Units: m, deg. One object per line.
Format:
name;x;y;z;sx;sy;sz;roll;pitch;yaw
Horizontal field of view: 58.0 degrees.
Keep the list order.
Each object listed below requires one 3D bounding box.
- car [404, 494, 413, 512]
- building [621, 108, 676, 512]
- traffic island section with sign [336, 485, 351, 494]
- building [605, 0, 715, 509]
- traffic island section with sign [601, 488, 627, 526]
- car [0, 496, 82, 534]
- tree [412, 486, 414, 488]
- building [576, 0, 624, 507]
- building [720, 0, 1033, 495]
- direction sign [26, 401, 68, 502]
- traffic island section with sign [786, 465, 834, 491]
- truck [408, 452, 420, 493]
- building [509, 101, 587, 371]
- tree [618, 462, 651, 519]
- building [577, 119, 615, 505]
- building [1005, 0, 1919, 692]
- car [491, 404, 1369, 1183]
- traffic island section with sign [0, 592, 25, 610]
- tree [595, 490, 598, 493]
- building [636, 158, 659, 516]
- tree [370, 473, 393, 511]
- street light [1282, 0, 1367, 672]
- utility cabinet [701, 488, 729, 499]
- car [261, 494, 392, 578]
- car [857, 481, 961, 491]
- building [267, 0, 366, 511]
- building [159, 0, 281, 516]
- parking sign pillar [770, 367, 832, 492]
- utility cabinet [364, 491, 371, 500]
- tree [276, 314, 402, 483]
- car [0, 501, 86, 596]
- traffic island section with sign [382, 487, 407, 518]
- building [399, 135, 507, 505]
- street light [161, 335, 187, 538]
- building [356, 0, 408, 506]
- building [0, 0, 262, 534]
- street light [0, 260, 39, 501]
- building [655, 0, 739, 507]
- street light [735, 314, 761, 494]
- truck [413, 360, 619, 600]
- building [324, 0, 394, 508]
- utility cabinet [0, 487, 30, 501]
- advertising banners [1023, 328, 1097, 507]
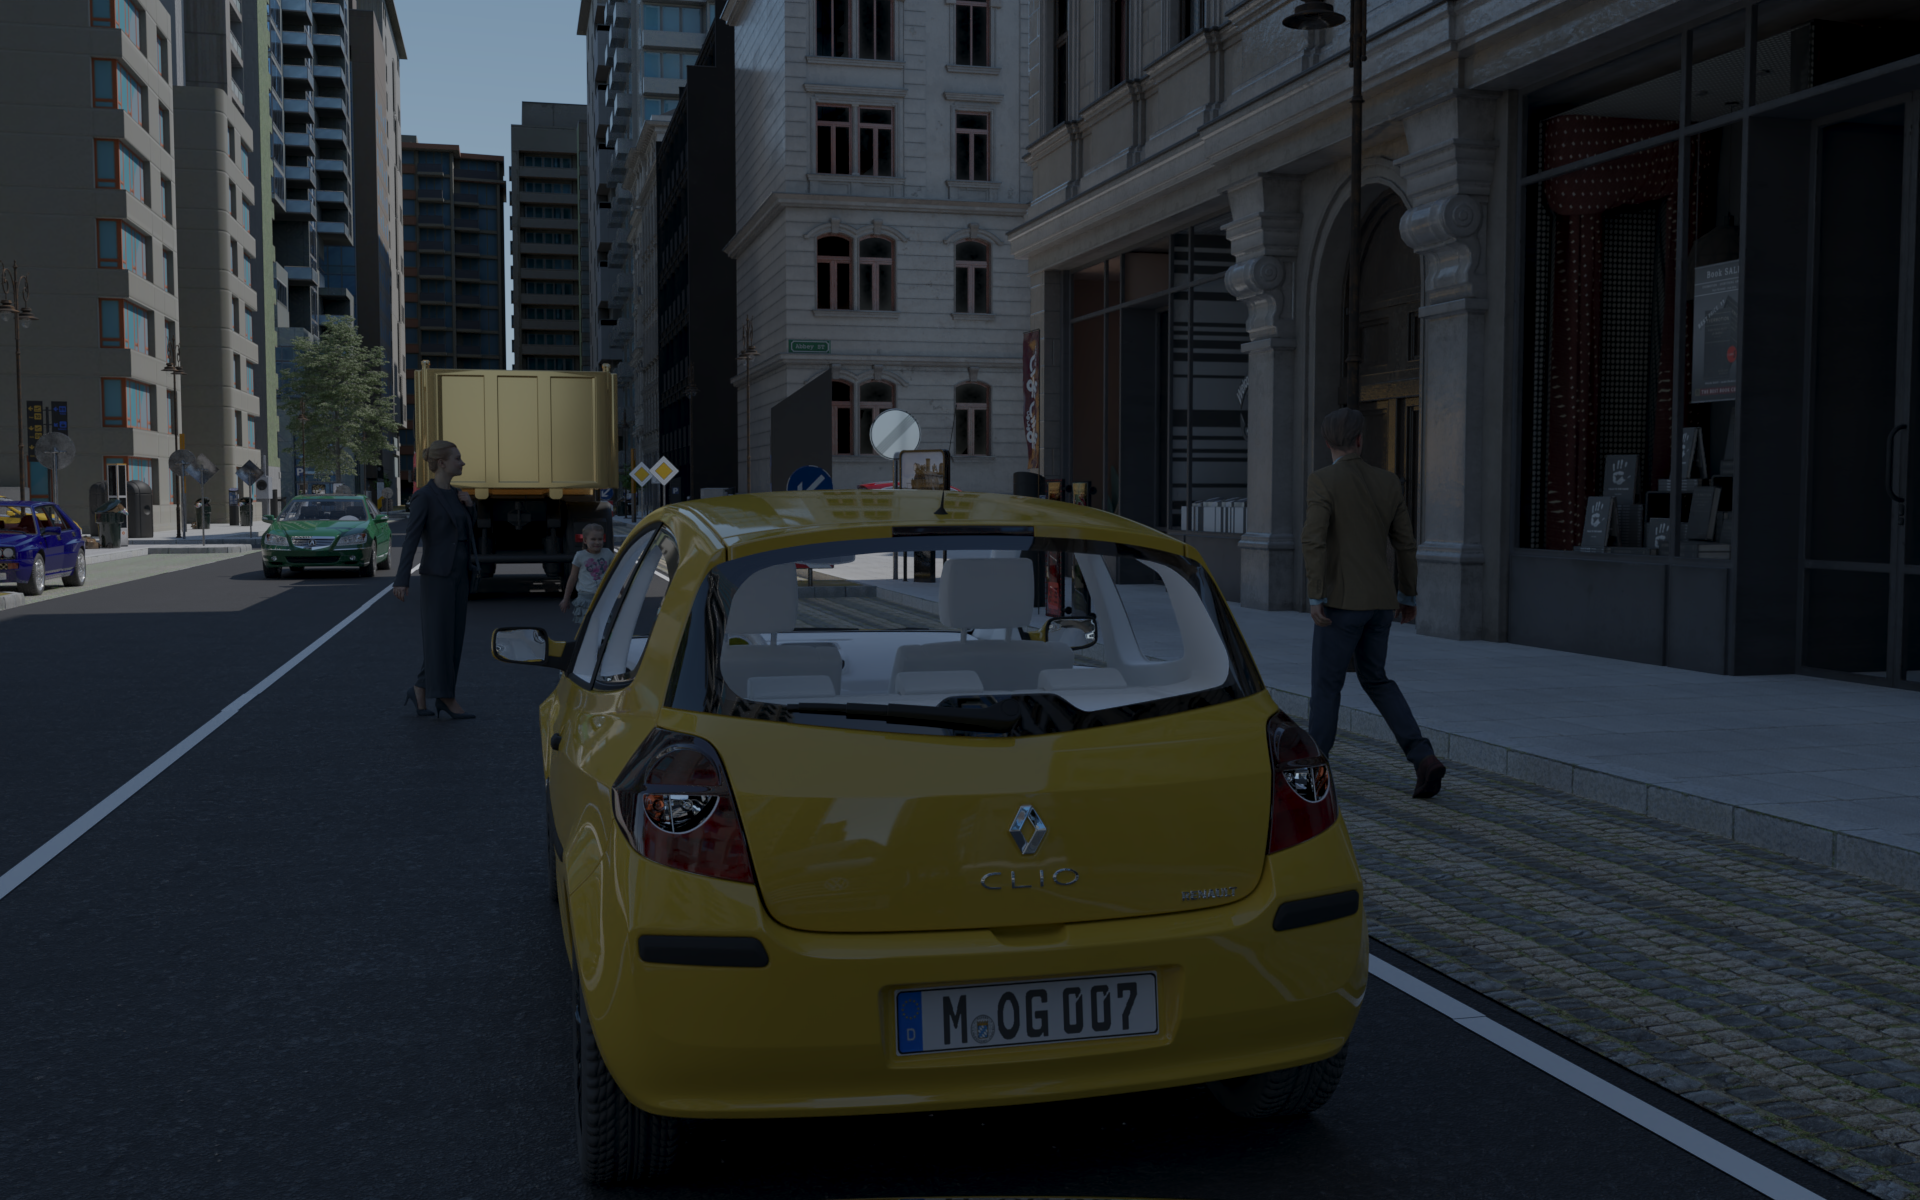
car;-42.993;-7.801;137.334;2.009;1.686;4.222;-1;4;-14
building;-15.014;-20.138;116.650;14.401;28.519;23.554;-1;4;-14
traffic island section with sign;-26.810;-4.088;75.461;1.989;1.847;2.006;-1;4;-14
building;-18.038;-32.204;146.143;23.786;49.044;30.456;-1;4;-14
traffic island section with sign;-15.907;-4.188;77.101;1.989;1.847;2.006;-1;4;-14
car;-24.512;-2.062;43.940;3.980;1.641;2.015;-1;4;-15
tree;-57.336;-11.612;184.463;1.663;3.219;1.824;0;3;0
building;-23.163;-35.801;174.578;28.713;52.752;27.495;-1;4;-14
building;3.605;-16.887;63.491;23.554;28.519;14.401;-1;4;-14
direction sign;-22.189;-3.070;42.191;0.876;3.537;0.379;-2;4;-25
traffic island section with sign;-2.351;-0.978;24.613;1.989;1.847;2.006;-1;4;-14
truck;-29.686;-6.719;98.763;2.839;4.237;11.283;-1;4;-14
building;-45.661;-36.420;219.167;21.600;48.544;21.300;-1;4;-14
tree;-16.987;-5.873;90.628;1.663;3.219;1.824;0;3;0
building;-35.459;-31.200;193.706;14.154;41.232;14.086;-1;4;-14
building;5.628;-10.756;26.770;10.553;20.767;40.483;-1;4;-14
car;-0.359;0.309;5.176;2.015;1.641;3.980;-1;4;-15
traffic island section with sign;-12.899;-0.792;21.582;1.989;1.847;2.006;-1;4;-14
tree;-29.166;-8.713;137.052;1.663;3.219;1.824;0;3;0
building;-12.272;-15.093;95.929;9.793;20.994;18.267;-1;4;-14
tree;-45.277;-8.621;135.553;1.663;3.219;1.824;0;3;0
street light;2.821;-2.421;12.368;0.468;5.910;1.993;-1;4;-14
utility cabinet;-8.938;-3.326;63.052;1.173;1.500;0.318;3;4;39
car;-11.377;-1.193;31.302;2.131;1.459;4.920;-1;4;-13
car;-0.814;-2.540;50.208;5.304;1.827;2.281;-1;4;-16
building;-57.815;-50.172;132.978;22.319;86.520;31.000;-1;4;-14
building;-46.047;-25.156;94.895;14.154;41.232;14.086;-1;4;-14
parking sign pillar;-3.395;-2.968;36.994;1.447;3.967;1.447;-1;4;-10
utility cabinet;-41.079;-6.819;120.166;0.318;1.500;1.173;-1;4;-9
tree;-39.266;-11.691;109.268;7.486;12.596;7.792;0;3;0
car;-14.046;-0.775;25.251;1.945;1.354;3.894;-1;4;-15
traffic island section with sign;-33.687;-5.716;102.089;1.989;1.847;2.006;-1;4;-14
building;-70.480;-34.166;213.231;28.867;44.769;22.147;-1;4;-14
street light;-22.819;-4.748;50.417;0.468;5.910;1.993;-1;4;-14
building;-71.356;-35.971;177.358;27.495;52.752;28.713;-1;4;-14
building;-43.377;-13.473;65.315;27.650;21.520;28.899;-1;4;-14
street light;-18.657;-3.766;34.366;0.468;5.910;1.993;-1;4;-14
building;-7.021;-15.275;79.419;12.332;23.373;15.834;-1;4;-14
street light;-5.465;-4.399;44.717;0.468;5.910;1.993;-1;4;-14
truck;-6.928;-1.908;27.115;3.469;3.379;9.791;-1;4;-14
building;-59.491;-31.009;157.100;14.600;45.320;14.200;-1;4;-14
utility cabinet;-29.752;-2.784;54.197;1.173;1.500;0.318;0;4;1
advertising banners;0.995;-1.326;17.874;0.090;3.025;2.074;-1;4;-17
